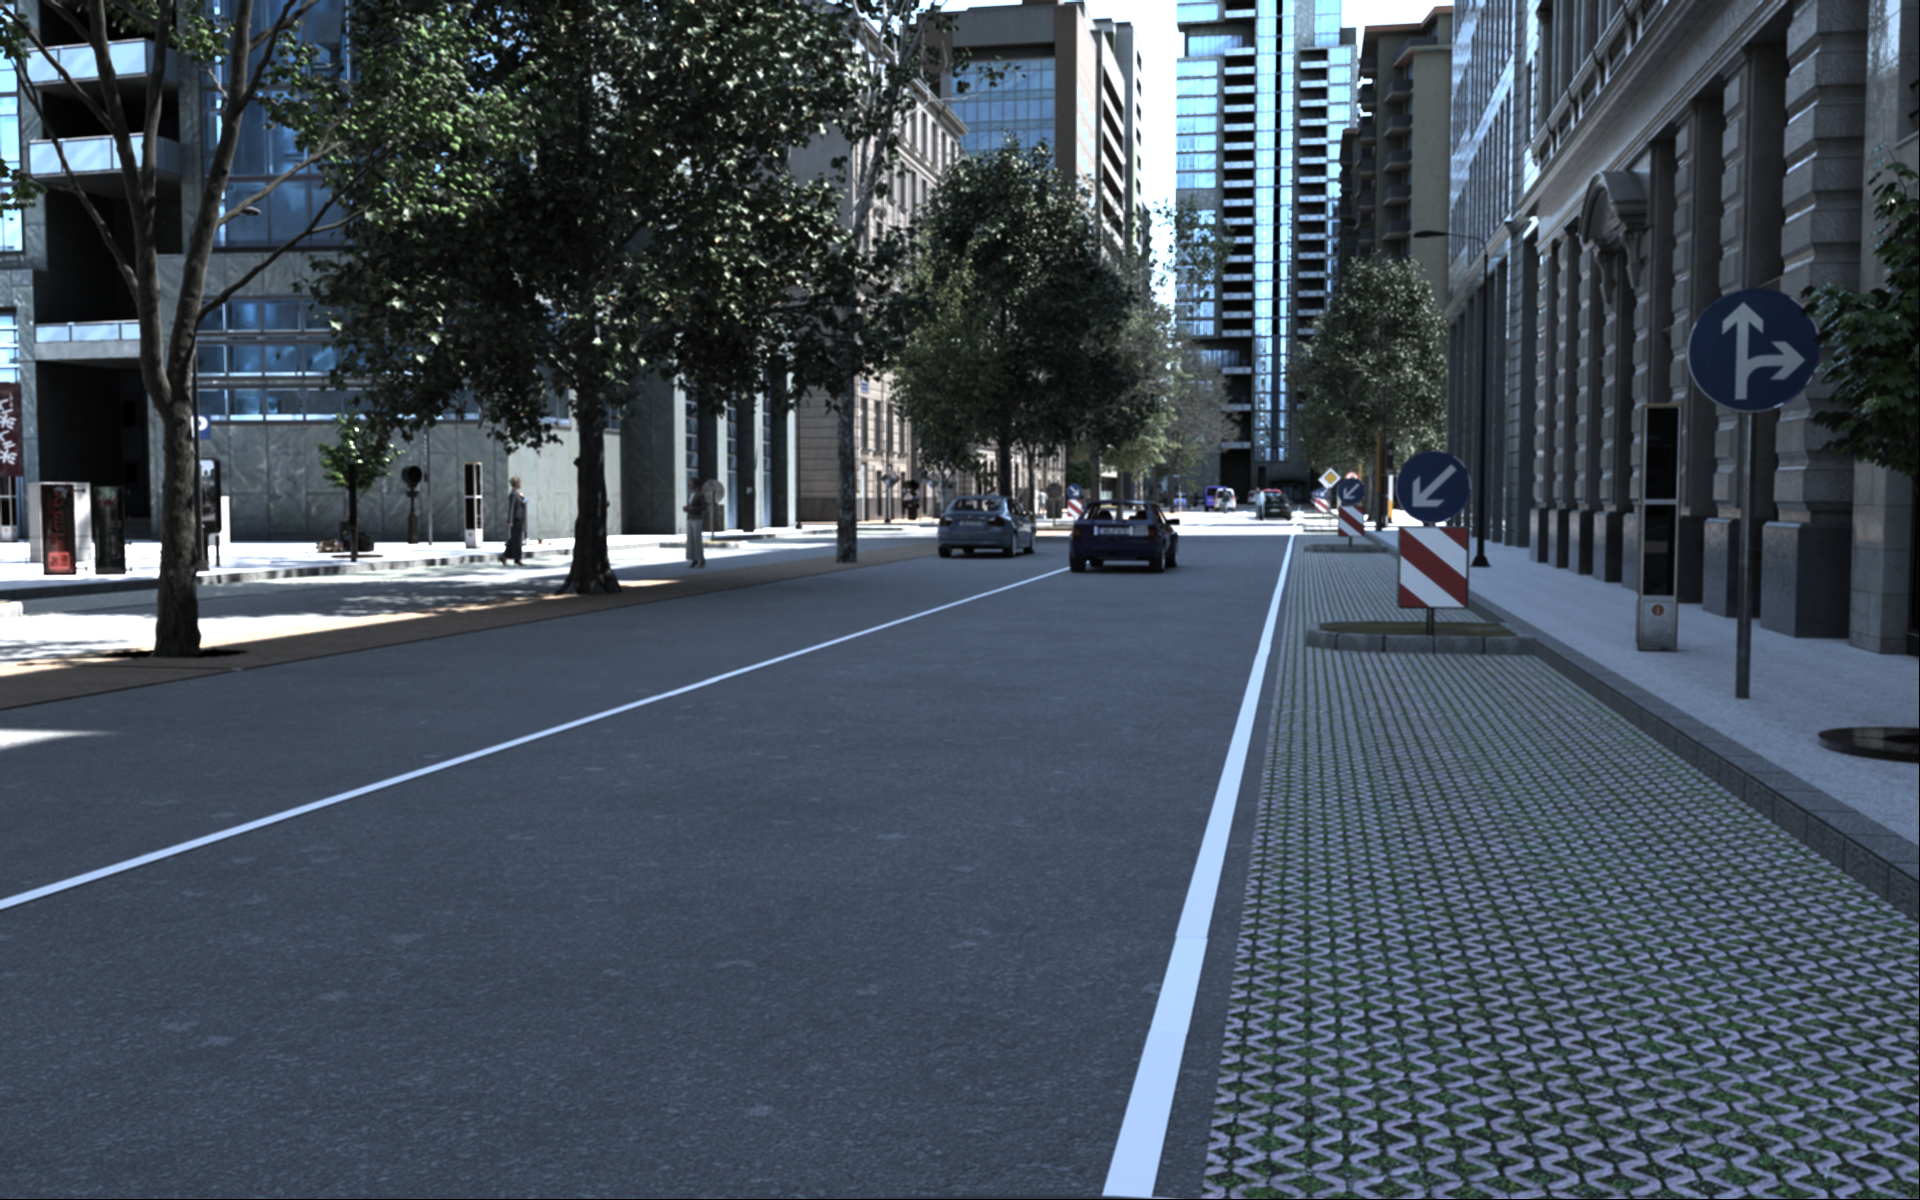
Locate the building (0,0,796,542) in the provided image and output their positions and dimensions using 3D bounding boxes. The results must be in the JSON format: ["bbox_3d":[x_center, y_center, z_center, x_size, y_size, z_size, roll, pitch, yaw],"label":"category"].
[{"bbox_3d":[-23.697,-45.468,56.067,31.000,86.520,22.319,1,4,11],"label":"building"}]

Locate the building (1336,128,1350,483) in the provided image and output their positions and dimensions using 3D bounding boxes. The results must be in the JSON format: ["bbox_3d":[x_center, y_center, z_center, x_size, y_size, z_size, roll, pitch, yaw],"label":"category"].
[{"bbox_3d":[55.398,-33.529,202.824,22.147,44.769,28.867,1,4,11],"label":"building"}]

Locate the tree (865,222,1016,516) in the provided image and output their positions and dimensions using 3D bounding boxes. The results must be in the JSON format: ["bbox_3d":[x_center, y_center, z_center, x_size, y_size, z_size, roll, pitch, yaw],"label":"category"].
[{"bbox_3d":[-0.444,-5.653,45.246,4.737,8.622,4.395,0,3,0],"label":"tree"}]

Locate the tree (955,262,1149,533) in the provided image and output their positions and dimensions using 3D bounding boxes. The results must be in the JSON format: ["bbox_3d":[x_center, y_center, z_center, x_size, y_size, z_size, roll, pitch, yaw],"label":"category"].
[{"bbox_3d":[2.736,-7.699,62.745,8.767,10.594,7.601,1,4,11],"label":"tree"}]

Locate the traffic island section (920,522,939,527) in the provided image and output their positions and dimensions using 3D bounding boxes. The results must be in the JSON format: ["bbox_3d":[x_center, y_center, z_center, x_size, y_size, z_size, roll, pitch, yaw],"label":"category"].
[{"bbox_3d":[-1.213,-3.292,76.108,2.009,0.180,2.903,1,4,11],"label":"traffic island section"}]

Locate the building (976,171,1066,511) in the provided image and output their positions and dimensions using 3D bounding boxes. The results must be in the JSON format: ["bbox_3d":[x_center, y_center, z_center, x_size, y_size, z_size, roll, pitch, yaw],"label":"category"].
[{"bbox_3d":[1.020,-20.622,134.430,12.463,27.353,25.104,1,4,11],"label":"building"}]

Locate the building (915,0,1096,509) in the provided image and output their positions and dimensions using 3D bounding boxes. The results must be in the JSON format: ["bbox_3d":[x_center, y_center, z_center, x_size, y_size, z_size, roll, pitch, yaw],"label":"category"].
[{"bbox_3d":[4.646,-31.077,158.227,14.600,45.320,14.200,1,4,11],"label":"building"}]

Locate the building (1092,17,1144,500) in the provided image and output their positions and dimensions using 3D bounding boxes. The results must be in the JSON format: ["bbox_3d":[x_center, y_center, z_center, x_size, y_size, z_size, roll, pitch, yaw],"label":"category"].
[{"bbox_3d":[8.164,-41.207,215.740,28.212,58.520,21.231,1,4,11],"label":"building"}]

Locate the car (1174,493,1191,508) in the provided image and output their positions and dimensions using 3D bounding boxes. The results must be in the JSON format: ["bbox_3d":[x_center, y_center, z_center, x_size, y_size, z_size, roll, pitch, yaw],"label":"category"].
[{"bbox_3d":[23.233,-10.519,181.569,1.945,1.707,3.694,1,4,12],"label":"car"}]

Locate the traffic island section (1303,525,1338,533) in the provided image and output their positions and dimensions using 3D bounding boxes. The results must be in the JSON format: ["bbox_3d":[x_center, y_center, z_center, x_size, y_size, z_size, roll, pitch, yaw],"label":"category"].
[{"bbox_3d":[13.905,-2.612,64.983,2.009,0.180,2.903,1,4,11],"label":"traffic island section"}]

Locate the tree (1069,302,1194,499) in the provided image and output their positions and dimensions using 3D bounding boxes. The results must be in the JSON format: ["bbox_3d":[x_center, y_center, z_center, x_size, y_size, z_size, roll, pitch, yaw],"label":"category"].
[{"bbox_3d":[8.356,-10.423,91.008,7.486,12.596,7.792,0,3,0],"label":"tree"}]

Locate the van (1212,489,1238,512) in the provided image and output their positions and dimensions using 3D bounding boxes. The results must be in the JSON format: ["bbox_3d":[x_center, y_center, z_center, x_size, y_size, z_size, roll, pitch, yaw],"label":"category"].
[{"bbox_3d":[21.000,-7.963,137.198,2.013,2.044,4.112,1,4,10],"label":"van"}]

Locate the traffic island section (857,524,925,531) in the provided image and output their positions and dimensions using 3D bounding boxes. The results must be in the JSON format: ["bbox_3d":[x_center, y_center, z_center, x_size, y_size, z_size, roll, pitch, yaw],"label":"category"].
[{"bbox_3d":[-2.763,-2.813,68.275,2.009,0.180,2.903,1,4,11],"label":"traffic island section"}]

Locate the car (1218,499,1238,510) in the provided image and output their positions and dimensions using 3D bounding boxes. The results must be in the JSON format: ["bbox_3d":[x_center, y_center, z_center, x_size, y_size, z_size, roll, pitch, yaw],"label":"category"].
[{"bbox_3d":[23.927,-8.906,155.392,2.009,1.686,4.222,1,4,11],"label":"car"}]

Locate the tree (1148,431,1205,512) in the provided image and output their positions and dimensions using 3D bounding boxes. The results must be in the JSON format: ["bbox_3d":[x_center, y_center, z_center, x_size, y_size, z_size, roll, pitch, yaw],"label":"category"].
[{"bbox_3d":[17.309,-11.191,135.793,4.737,8.622,4.395,0,3,0],"label":"tree"}]

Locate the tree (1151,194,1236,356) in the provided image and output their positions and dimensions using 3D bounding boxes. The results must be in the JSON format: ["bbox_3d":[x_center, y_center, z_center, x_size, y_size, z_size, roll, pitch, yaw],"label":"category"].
[{"bbox_3d":[9.503,-14.918,102.256,12.611,20.169,13.585,0,3,0],"label":"tree"}]

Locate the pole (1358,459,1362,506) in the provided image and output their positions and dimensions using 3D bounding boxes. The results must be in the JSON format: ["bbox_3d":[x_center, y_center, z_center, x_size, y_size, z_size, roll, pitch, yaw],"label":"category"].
[{"bbox_3d":[22.777,-6.412,98.673,0.158,3.312,0.155,0,3,0],"label":"pole"}]

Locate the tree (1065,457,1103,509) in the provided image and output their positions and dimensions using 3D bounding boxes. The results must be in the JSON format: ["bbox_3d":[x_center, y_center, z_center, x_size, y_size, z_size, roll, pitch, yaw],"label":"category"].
[{"bbox_3d":[10.588,-10.049,148.015,4.285,4.588,4.351,0,3,0],"label":"tree"}]

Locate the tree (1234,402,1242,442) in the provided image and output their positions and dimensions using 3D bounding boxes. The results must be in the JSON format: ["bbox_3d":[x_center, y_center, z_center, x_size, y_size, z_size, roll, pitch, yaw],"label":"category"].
[{"bbox_3d":[12.956,-12.355,114.824,12.009,13.543,11.850,0,3,0],"label":"tree"}]

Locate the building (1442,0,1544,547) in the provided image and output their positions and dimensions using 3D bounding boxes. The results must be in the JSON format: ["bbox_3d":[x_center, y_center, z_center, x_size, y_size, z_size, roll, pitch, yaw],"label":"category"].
[{"bbox_3d":[20.073,-16.469,46.753,11.434,29.767,29.804,1,4,11],"label":"building"}]

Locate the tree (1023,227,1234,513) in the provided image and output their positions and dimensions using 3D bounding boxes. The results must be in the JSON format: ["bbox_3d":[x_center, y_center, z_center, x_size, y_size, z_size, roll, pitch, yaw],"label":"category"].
[{"bbox_3d":[6.140,-10.190,79.438,12.009,13.543,11.850,0,3,0],"label":"tree"}]

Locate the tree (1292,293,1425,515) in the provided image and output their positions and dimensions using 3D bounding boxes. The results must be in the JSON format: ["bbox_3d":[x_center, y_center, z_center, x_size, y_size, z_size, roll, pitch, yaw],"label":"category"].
[{"bbox_3d":[25.324,-12.288,107.564,9.857,13.997,8.962,0,3,0],"label":"tree"}]

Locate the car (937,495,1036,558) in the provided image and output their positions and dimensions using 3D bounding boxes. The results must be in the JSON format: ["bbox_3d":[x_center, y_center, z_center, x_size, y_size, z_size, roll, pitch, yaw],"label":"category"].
[{"bbox_3d":[0.641,-1.742,40.492,2.014,1.417,4.499,1,4,11],"label":"car"}]

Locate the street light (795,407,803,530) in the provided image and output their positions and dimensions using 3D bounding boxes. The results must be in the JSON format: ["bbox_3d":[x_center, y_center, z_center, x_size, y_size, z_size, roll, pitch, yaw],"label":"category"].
[{"bbox_3d":[-5.297,-5.500,62.460,1.470,5.913,1.316,1,4,11],"label":"street light"}]

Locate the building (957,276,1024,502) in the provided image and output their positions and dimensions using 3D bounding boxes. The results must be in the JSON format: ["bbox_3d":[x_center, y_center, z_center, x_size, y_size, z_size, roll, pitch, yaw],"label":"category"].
[{"bbox_3d":[-2.016,-15.138,112.142,10.561,19.102,19.286,1,4,11],"label":"building"}]

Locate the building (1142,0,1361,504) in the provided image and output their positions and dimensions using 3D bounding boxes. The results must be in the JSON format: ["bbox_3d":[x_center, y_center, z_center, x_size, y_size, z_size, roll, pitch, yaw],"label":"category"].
[{"bbox_3d":[41.932,-56.725,240.121,31.000,86.520,22.319,1,4,11],"label":"building"}]

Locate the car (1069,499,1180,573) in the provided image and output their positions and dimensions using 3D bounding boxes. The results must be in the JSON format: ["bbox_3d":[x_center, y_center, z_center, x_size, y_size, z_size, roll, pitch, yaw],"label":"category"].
[{"bbox_3d":[3.159,-1.246,32.953,1.945,1.354,3.894,1,4,12],"label":"car"}]

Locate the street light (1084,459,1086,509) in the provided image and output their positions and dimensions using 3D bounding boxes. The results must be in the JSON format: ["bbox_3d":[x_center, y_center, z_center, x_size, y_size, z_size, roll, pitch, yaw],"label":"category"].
[{"bbox_3d":[11.010,-10.527,144.652,1.470,5.913,1.316,1,4,11],"label":"street light"}]

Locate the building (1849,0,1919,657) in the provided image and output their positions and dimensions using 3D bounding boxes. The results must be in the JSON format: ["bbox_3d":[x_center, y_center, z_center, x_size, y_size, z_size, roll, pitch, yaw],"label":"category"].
[{"bbox_3d":[10.986,-9.178,4.805,10.420,20.320,16.860,1,4,11],"label":"building"}]

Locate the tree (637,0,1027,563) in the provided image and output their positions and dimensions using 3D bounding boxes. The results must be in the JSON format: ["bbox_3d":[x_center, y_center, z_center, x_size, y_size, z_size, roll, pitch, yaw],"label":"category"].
[{"bbox_3d":[-3.386,-10.899,36.547,12.611,20.169,13.585,0,3,0],"label":"tree"}]

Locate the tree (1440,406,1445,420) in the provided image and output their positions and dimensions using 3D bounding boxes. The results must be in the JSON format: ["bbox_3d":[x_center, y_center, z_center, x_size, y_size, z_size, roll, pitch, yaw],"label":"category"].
[{"bbox_3d":[32.004,-10.163,116.526,4.360,8.622,3.978,0,3,0],"label":"tree"}]

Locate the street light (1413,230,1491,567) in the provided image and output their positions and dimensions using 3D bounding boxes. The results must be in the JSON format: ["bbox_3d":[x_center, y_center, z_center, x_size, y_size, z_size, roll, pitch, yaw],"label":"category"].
[{"bbox_3d":[8.672,-3.549,30.559,1.470,5.913,1.316,1,4,11],"label":"street light"}]

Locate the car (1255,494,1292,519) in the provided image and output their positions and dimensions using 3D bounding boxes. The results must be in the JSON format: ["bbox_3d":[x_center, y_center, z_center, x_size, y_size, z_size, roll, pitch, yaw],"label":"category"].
[{"bbox_3d":[18.229,-5.452,100.946,2.131,1.459,4.920,1,4,12],"label":"car"}]

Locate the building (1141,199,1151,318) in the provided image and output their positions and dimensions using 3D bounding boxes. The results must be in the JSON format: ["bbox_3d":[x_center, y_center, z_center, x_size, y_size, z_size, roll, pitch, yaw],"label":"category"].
[{"bbox_3d":[19.018,-34.143,241.831,14.086,41.232,14.154,1,4,11],"label":"building"}]

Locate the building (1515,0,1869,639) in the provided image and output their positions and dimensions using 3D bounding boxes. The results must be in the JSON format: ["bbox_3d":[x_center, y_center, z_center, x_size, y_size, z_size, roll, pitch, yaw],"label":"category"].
[{"bbox_3d":[13.931,-11.864,22.850,11.050,23.489,19.941,1,4,11],"label":"building"}]

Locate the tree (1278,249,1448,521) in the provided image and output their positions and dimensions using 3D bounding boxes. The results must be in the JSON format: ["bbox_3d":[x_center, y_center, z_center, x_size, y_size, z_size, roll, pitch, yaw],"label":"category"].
[{"bbox_3d":[19.618,-10.040,81.157,9.611,12.733,9.660,0,3,0],"label":"tree"}]

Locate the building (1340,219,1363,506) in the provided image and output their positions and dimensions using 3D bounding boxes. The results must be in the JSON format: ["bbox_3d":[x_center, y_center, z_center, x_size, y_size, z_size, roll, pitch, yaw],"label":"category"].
[{"bbox_3d":[47.252,-25.110,182.242,14.160,30.474,14.107,1,4,11],"label":"building"}]

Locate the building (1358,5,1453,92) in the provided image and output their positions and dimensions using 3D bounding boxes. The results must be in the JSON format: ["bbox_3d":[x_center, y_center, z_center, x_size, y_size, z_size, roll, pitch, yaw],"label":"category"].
[{"bbox_3d":[47.860,-30.899,159.824,22.147,44.769,28.867,1,4,11],"label":"building"}]

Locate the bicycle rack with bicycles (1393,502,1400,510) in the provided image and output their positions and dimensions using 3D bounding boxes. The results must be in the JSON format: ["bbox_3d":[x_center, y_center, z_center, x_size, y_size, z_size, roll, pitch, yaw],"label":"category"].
[{"bbox_3d":[35.050,-7.622,137.995,2.852,0.926,2.925,-3,5,-40],"label":"bicycle rack with bicycles"}]

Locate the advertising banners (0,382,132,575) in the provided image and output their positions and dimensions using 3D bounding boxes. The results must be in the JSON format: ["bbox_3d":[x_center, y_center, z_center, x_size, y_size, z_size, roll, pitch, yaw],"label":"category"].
[{"bbox_3d":[-14.203,-1.903,27.298,2.074,3.025,0.090,-1,4,-9],"label":"advertising banners"}]

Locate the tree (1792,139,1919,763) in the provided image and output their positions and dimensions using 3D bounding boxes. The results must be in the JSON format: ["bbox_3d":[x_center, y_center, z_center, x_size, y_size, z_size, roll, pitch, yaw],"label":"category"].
[{"bbox_3d":[5.000,-0.852,8.530,1.663,3.219,1.824,0,3,0],"label":"tree"}]

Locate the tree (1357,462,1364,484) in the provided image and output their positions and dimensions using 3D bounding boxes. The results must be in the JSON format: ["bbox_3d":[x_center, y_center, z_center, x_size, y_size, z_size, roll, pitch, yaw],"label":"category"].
[{"bbox_3d":[29.757,-10.856,127.859,4.360,8.622,3.978,0,3,0],"label":"tree"}]

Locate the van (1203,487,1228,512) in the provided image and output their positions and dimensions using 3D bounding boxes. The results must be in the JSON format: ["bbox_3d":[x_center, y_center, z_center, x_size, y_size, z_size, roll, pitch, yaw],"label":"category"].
[{"bbox_3d":[21.053,-8.417,142.001,2.240,2.365,5.245,1,4,9],"label":"van"}]

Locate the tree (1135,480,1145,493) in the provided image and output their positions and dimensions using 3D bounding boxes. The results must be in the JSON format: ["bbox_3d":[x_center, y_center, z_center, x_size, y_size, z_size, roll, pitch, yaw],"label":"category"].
[{"bbox_3d":[21.331,-12.792,203.753,1.663,3.219,1.824,0,3,0],"label":"tree"}]

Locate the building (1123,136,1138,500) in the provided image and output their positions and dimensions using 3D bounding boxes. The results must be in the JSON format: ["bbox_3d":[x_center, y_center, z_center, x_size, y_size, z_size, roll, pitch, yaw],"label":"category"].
[{"bbox_3d":[12.080,-31.207,193.823,14.154,41.232,14.086,1,4,11],"label":"building"}]

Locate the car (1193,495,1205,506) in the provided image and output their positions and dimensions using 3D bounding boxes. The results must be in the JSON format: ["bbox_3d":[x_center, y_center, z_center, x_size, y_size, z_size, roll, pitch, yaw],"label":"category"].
[{"bbox_3d":[28.256,-11.654,203.116,1.945,1.354,3.894,1,4,12],"label":"car"}]

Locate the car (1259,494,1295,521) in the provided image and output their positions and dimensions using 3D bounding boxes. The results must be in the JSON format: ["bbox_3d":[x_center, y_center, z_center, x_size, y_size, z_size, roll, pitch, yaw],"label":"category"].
[{"bbox_3d":[17.251,-5.189,94.621,2.009,1.686,4.222,1,4,12],"label":"car"}]

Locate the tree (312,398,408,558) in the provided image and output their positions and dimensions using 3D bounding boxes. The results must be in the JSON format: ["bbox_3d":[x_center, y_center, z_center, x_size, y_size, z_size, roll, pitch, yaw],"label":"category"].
[{"bbox_3d":[-12.320,-2.475,35.071,1.663,3.219,1.824,0,3,0],"label":"tree"}]

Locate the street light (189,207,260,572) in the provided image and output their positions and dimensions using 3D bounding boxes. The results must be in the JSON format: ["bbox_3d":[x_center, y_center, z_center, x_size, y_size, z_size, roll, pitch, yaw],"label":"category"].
[{"bbox_3d":[-12.026,-3.412,28.328,1.470,5.913,1.316,1,4,11],"label":"street light"}]

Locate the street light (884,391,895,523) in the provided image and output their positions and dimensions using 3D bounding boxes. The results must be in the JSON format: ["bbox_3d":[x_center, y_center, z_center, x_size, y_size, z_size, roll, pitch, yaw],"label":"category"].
[{"bbox_3d":[-2.665,-6.337,76.150,1.470,5.913,1.316,1,4,11],"label":"street light"}]

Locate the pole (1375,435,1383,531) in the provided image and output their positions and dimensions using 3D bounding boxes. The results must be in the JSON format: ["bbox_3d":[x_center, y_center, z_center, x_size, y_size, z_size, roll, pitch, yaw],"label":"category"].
[{"bbox_3d":[14.391,-4.012,59.443,0.158,3.312,0.155,0,3,0],"label":"pole"}]

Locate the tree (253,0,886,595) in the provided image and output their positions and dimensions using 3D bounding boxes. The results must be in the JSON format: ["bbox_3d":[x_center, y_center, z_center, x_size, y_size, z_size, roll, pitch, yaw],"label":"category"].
[{"bbox_3d":[-5.294,-6.439,24.748,9.611,12.733,9.660,0,3,0],"label":"tree"}]

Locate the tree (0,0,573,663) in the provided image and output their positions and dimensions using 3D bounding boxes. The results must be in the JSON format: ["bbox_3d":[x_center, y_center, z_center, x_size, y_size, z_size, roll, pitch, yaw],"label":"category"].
[{"bbox_3d":[-6.811,-5.294,14.763,9.928,11.665,9.643,0,3,0],"label":"tree"}]

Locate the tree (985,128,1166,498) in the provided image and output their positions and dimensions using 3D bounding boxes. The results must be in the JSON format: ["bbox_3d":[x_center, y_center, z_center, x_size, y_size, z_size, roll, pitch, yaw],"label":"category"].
[{"bbox_3d":[1.438,-8.233,54.078,9.611,12.733,9.660,0,3,0],"label":"tree"}]

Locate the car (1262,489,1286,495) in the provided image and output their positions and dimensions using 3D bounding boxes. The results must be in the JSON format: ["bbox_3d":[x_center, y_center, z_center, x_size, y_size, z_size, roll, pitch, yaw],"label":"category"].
[{"bbox_3d":[24.664,-7.855,137.101,2.281,1.827,5.304,1,4,12],"label":"car"}]

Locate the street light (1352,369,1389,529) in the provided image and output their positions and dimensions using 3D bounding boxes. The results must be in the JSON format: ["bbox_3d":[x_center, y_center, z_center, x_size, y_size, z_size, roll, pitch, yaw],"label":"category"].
[{"bbox_3d":[15.264,-5.621,64.447,1.470,5.913,1.316,1,4,11],"label":"street light"}]

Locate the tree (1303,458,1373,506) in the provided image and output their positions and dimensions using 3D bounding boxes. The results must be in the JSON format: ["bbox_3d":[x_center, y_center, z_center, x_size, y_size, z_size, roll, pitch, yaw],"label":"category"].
[{"bbox_3d":[32.158,-13.820,144.083,7.486,12.596,7.792,0,3,0],"label":"tree"}]

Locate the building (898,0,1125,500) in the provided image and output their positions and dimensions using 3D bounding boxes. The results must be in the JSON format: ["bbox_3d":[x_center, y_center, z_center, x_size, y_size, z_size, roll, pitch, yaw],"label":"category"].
[{"bbox_3d":[4.986,-33.831,176.845,21.300,48.544,21.600,1,4,11],"label":"building"}]

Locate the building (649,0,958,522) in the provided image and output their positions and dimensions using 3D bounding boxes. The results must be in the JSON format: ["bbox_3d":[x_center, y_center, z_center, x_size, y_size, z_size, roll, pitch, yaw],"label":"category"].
[{"bbox_3d":[-7.922,-17.933,90.473,12.463,27.353,25.104,1,4,11],"label":"building"}]
